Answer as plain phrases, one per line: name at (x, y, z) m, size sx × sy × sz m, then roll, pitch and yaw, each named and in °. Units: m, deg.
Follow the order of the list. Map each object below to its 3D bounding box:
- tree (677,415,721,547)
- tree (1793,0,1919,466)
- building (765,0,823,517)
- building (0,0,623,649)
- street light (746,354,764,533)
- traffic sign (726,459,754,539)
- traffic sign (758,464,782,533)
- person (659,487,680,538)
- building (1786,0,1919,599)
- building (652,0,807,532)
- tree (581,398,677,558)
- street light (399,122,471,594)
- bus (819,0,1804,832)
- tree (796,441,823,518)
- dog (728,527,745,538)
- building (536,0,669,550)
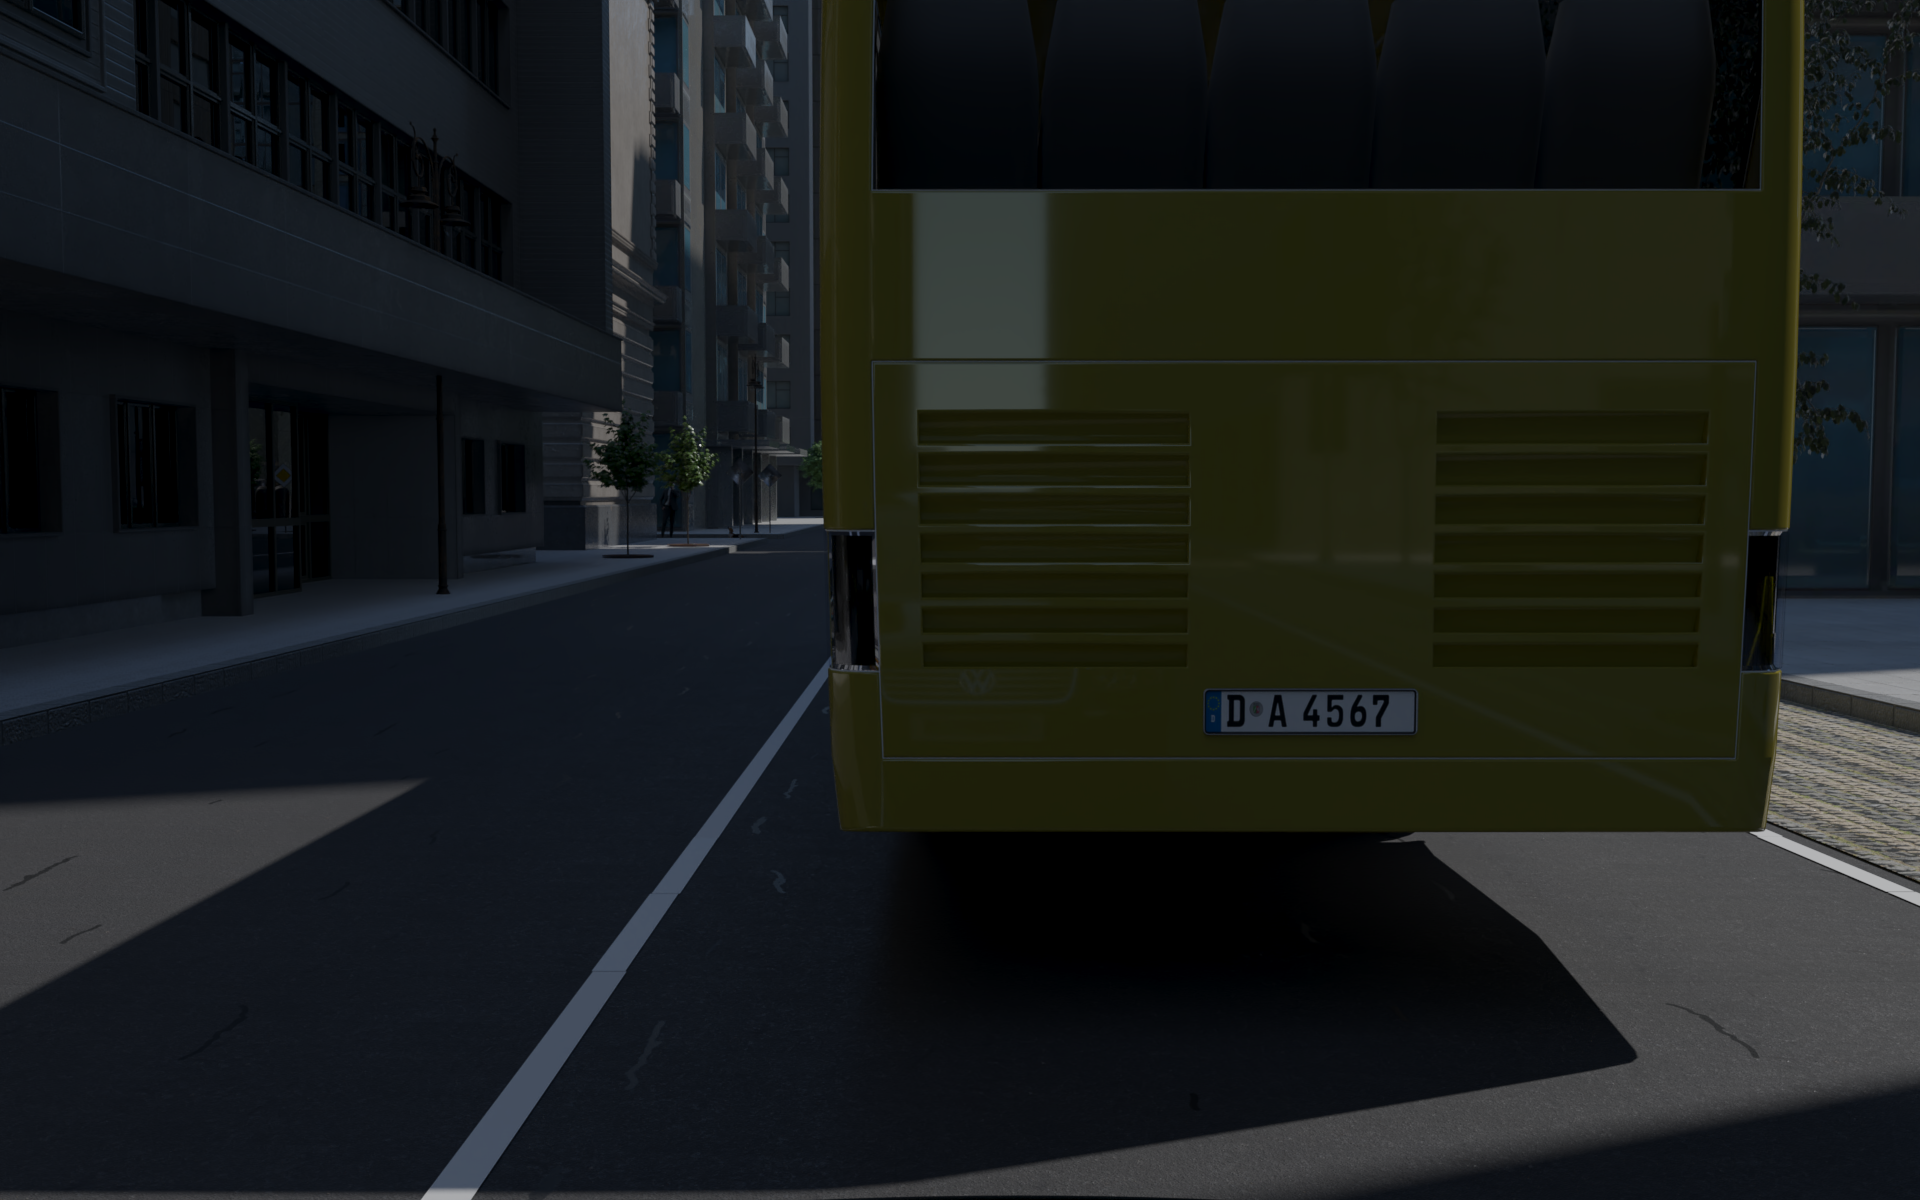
tree at (-6.802, -2.922, 42.374) m, size 1.663 × 3.219 × 1.824 m, roll 0°, pitch 3°, yaw 0°
tree at (6.884, -3.994, 15.660) m, size 4.360 × 8.622 × 3.978 m, roll 0°, pitch 3°, yaw 0°
building at (-12.373, -25.516, 100.779) m, size 14.154 × 41.232 × 14.086 m, roll 0°, pitch 4°, yaw 0°
building at (-13.276, -12.111, 17.084) m, size 14.314 × 24.678 × 30.058 m, roll 0°, pitch 4°, yaw 0°
street light at (-6.734, -5.159, 57.130) m, size 0.468 × 5.910 × 1.993 m, roll 0°, pitch 4°, yaw 0°
traffic sign at (-6.208, -2.769, 48.909) m, size 0.795 × 2.450 × 0.064 m, roll 0°, pitch 4°, yaw 0°
traffic sign at (-6.243, -3.257, 56.894) m, size 0.795 × 2.450 × 0.064 m, roll 0°, pitch 4°, yaw 0°
person at (-8.978, -2.798, 53.614) m, size 0.648 × 1.900 × 0.474 m, roll -1°, pitch 4°, yaw -15°
building at (17.771, -25.264, 32.672) m, size 23.786 × 49.044 × 30.456 m, roll 0°, pitch 4°, yaw 0°
building at (-18.910, -27.565, 70.298) m, size 23.786 × 49.044 × 30.456 m, roll 0°, pitch 4°, yaw 0°
tree at (-6.762, -2.472, 35.014) m, size 1.663 × 3.219 × 1.824 m, roll 0°, pitch 3°, yaw 0°
street light at (-6.628, -3.012, 22.033) m, size 0.468 × 5.910 × 1.993 m, roll 0°, pitch 4°, yaw 0°
bus at (0.915, -1.158, 10.485) m, size 2.896 × 3.916 × 12.252 m, roll 0°, pitch 4°, yaw 0°
tree at (-7.113, -6.651, 92.460) m, size 4.285 × 4.588 × 4.351 m, roll 0°, pitch 3°, yaw 0°
dog at (-7.073, -2.115, 54.771) m, size 0.748 × 0.427 × 0.550 m, roll 1°, pitch 4°, yaw 15°
building at (-17.790, -13.125, 43.475) m, size 19.941 × 23.489 × 11.050 m, roll 0°, pitch 4°, yaw 0°
